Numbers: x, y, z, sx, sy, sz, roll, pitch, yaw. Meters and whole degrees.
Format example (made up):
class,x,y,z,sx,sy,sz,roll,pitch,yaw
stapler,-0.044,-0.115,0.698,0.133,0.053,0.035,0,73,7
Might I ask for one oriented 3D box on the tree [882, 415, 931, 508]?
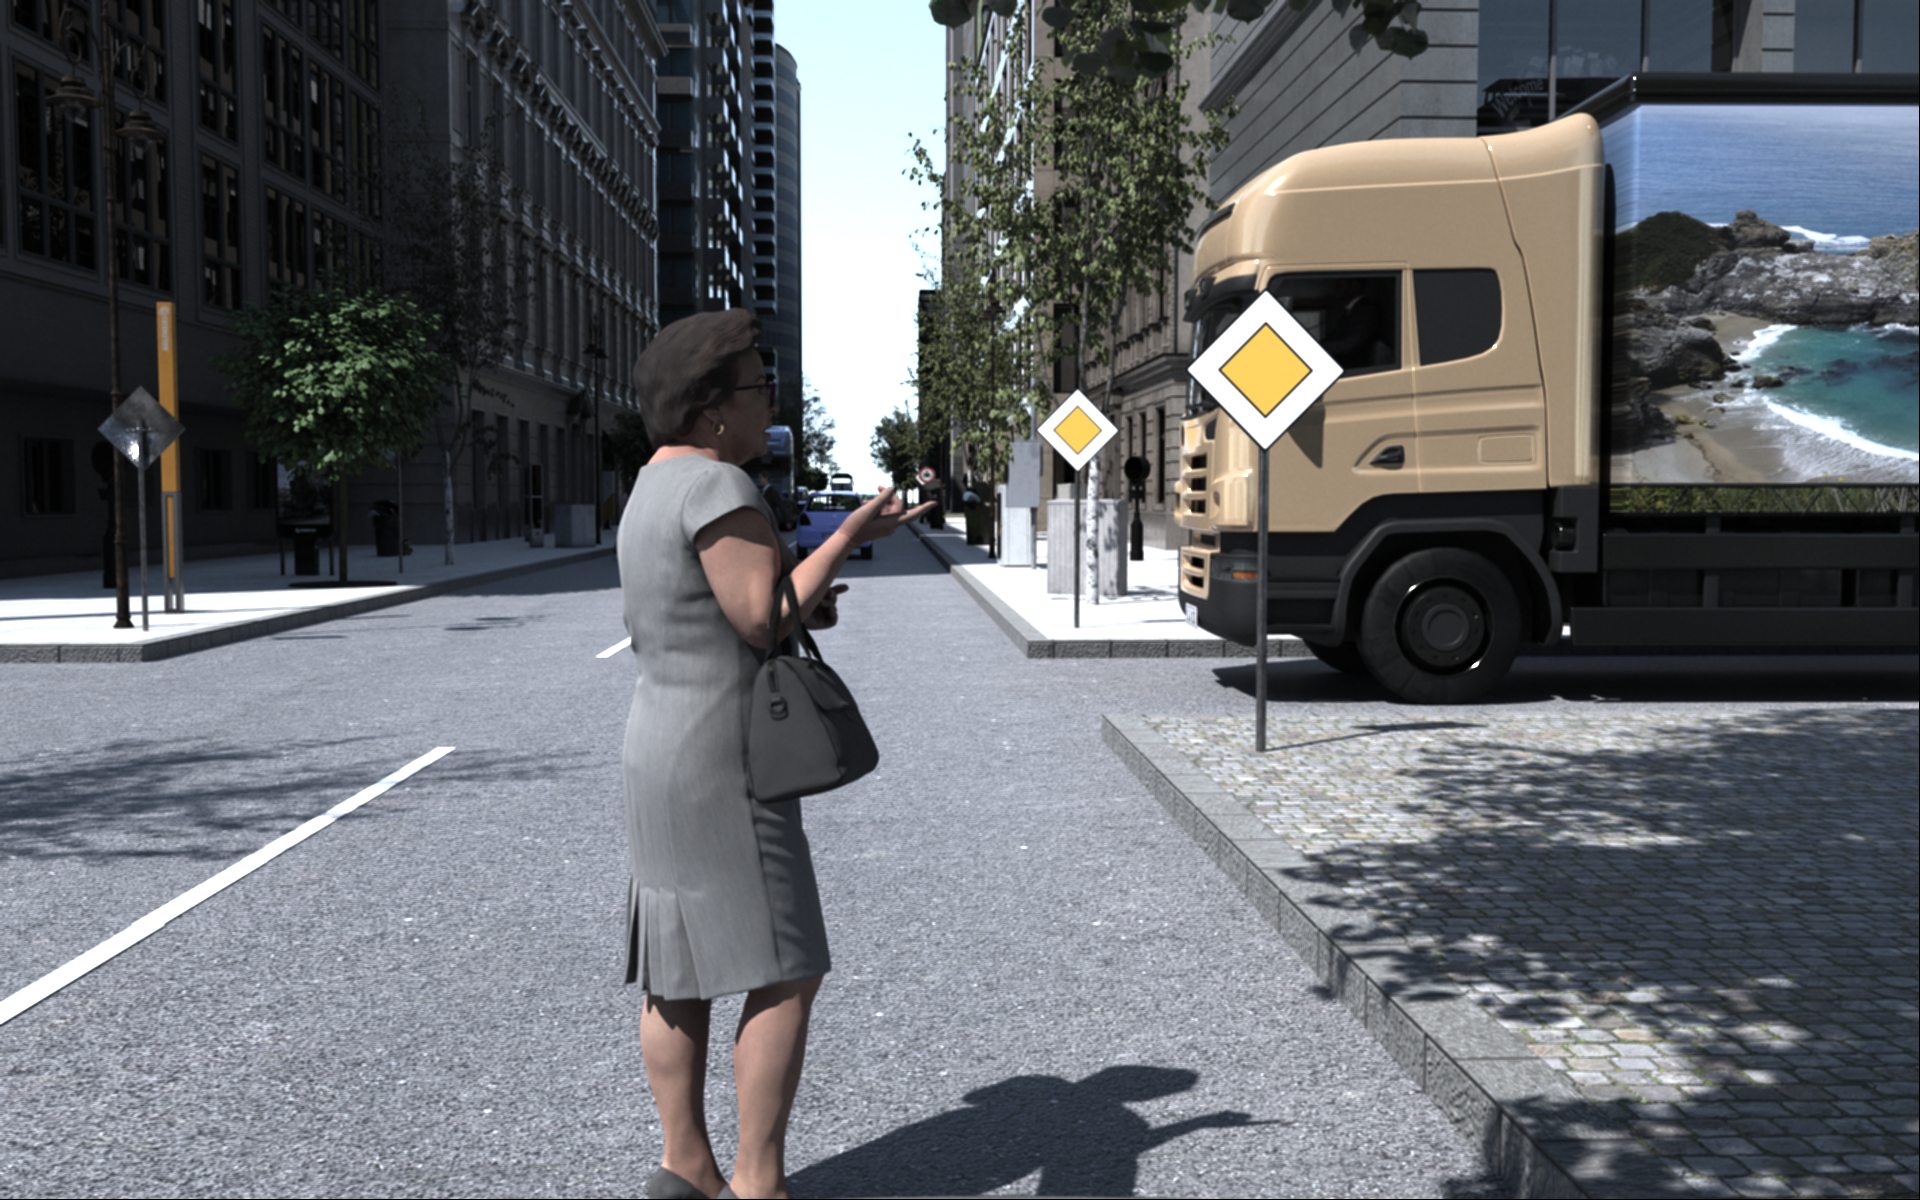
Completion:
class,x,y,z,sx,sy,sz,roll,pitch,yaw
tree,-4.798,-12.443,153.811,4.360,8.622,3.978,0,3,0

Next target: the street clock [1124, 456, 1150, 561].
class,x,y,z,sx,sy,sz,roll,pitch,yaw
street clock,3.407,-1.758,33.321,0.358,2.002,0.471,-3,5,-45

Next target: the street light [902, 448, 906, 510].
class,x,y,z,sx,sy,sz,roll,pitch,yaw
street light,-4.332,-10.215,139.809,0.468,5.910,1.993,0,4,-3

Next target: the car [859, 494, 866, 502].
class,x,y,z,sx,sy,sz,roll,pitch,yaw
car,-7.108,-7.238,127.138,1.959,1.807,4.718,0,4,-3

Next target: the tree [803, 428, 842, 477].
class,x,y,z,sx,sy,sz,roll,pitch,yaw
tree,-20.144,-19.036,245.656,7.601,10.594,8.767,-3,5,-44

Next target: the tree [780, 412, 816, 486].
class,x,y,z,sx,sy,sz,roll,pitch,yaw
tree,-14.854,-12.404,153.168,4.360,8.622,3.978,0,3,0

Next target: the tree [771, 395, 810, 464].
class,x,y,z,sx,sy,sz,roll,pitch,yaw
tree,-13.611,-10.887,128.372,4.737,8.622,4.395,0,3,0

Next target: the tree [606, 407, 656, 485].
class,x,y,z,sx,sy,sz,roll,pitch,yaw
tree,-10.009,-4.478,56.929,4.285,4.588,4.351,0,3,0

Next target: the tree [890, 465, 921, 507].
class,x,y,z,sx,sy,sz,roll,pitch,yaw
tree,-5.371,-11.700,175.004,4.285,4.588,4.351,0,3,0

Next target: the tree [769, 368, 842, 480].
class,x,y,z,sx,sy,sz,roll,pitch,yaw
tree,-16.101,-15.721,167.414,12.009,13.543,11.850,0,3,0

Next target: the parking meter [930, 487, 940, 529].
class,x,y,z,sx,sy,sz,roll,pitch,yaw
parking meter,-0.922,-3.417,64.285,0.372,1.533,0.369,0,3,0

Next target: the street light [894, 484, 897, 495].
class,x,y,z,sx,sy,sz,roll,pitch,yaw
street light,-6.899,-13.576,194.751,0.468,5.910,1.993,0,4,-3

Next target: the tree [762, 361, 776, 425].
class,x,y,z,sx,sy,sz,roll,pitch,yaw
tree,-11.797,-8.440,88.359,4.360,8.622,3.978,0,3,0

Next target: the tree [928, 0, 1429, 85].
class,x,y,z,sx,sy,sz,roll,pitch,yaw
tree,2.481,-5.839,2.119,9.857,13.997,8.962,0,3,0

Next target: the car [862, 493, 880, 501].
class,x,y,z,sx,sy,sz,roll,pitch,yaw
car,-5.201,-6.075,108.118,1.959,1.807,4.718,0,4,-1

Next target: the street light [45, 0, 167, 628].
class,x,y,z,sx,sy,sz,roll,pitch,yaw
street light,-8.026,-2.670,16.444,0.468,5.910,1.993,0,4,-3

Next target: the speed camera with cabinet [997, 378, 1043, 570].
class,x,y,z,sx,sy,sz,roll,pitch,yaw
speed camera with cabinet,1.015,-2.192,30.182,0.660,3.252,2.038,0,4,-4

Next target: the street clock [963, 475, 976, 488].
class,x,y,z,sx,sy,sz,roll,pitch,yaw
street clock,0.346,-3.611,63.604,0.471,2.002,0.358,0,4,5

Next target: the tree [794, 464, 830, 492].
class,x,y,z,sx,sy,sz,roll,pitch,yaw
tree,-17.416,-13.977,212.235,4.285,4.588,4.351,0,3,0

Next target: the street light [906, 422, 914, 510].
class,x,y,z,sx,sy,sz,roll,pitch,yaw
street light,-3.024,-8.456,111.046,0.468,5.910,1.993,0,4,-3

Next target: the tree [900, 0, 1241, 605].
class,x,y,z,sx,sy,sz,roll,pitch,yaw
tree,1.476,-4.264,20.081,4.737,8.622,4.395,0,3,0

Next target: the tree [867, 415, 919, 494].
class,x,y,z,sx,sy,sz,roll,pitch,yaw
tree,-8.653,-18.497,228.176,9.928,11.665,9.643,0,3,0

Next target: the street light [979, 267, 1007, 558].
class,x,y,z,sx,sy,sz,roll,pitch,yaw
street light,0.642,-3.769,34.410,0.468,5.910,1.993,0,4,-3

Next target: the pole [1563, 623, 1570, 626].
class,x,y,z,sx,sy,sz,roll,pitch,yaw
pole,5.944,-1.402,16.774,0.158,3.312,0.155,0,3,0

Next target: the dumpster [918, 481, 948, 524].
class,x,y,z,sx,sy,sz,roll,pitch,yaw
dumpster,-1.173,-4.294,75.963,1.264,1.857,1.865,0,4,-3

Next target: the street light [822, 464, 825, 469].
class,x,y,z,sx,sy,sz,roll,pitch,yaw
street light,-18.359,-15.891,232.611,0.468,5.910,1.993,0,4,-3

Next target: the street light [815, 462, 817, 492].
class,x,y,z,sx,sy,sz,roll,pitch,yaw
street light,-16.960,-14.157,204.254,0.468,5.910,1.993,0,4,-3

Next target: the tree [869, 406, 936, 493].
class,x,y,z,sx,sy,sz,roll,pitch,yaw
tree,-6.147,-15.258,183.887,7.601,10.594,8.767,-1,4,-20

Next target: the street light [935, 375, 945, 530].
class,x,y,z,sx,sy,sz,roll,pitch,yaw
street light,-0.669,-5.478,62.352,0.468,5.910,1.993,0,4,-3

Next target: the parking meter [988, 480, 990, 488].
class,x,y,z,sx,sy,sz,roll,pitch,yaw
parking meter,1.309,-4.092,72.609,0.255,1.863,0.399,0,4,3

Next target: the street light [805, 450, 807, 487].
class,x,y,z,sx,sy,sz,roll,pitch,yaw
street light,-15.640,-12.471,176.691,0.468,5.910,1.993,0,4,-3

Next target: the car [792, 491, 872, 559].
class,x,y,z,sx,sy,sz,roll,pitch,yaw
car,-2.857,-1.818,39.318,1.945,1.707,3.694,0,4,-5

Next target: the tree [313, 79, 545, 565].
class,x,y,z,sx,sy,sz,roll,pitch,yaw
tree,-9.297,-4.929,30.950,4.360,8.622,3.978,0,3,0

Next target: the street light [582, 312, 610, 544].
class,x,y,z,sx,sy,sz,roll,pitch,yaw
street light,-9.273,-4.368,44.213,0.468,5.910,1.993,0,4,-3

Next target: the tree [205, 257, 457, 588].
class,x,y,z,sx,sy,sz,roll,pitch,yaw
tree,-8.708,-2.471,24.116,4.285,4.588,4.351,0,3,0

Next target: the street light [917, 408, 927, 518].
class,x,y,z,sx,sy,sz,roll,pitch,yaw
street light,-2.002,-7.244,91.235,0.468,5.910,1.993,0,4,-3

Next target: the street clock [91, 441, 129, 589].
class,x,y,z,sx,sy,sz,roll,pitch,yaw
street clock,-11.549,-1.163,23.580,0.471,2.002,0.358,2,4,26

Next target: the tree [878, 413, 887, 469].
class,x,y,z,sx,sy,sz,roll,pitch,yaw
tree,0.410,-5.913,47.036,4.737,8.622,4.395,0,3,0

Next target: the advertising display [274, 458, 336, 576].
class,x,y,z,sx,sy,sz,roll,pitch,yaw
advertising display,-10.314,-1.351,27.305,0.974,1.923,0.123,1,4,11

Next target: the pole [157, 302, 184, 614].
class,x,y,z,sx,sy,sz,roll,pitch,yaw
pole,-8.447,-1.510,18.528,0.158,3.312,0.155,0,3,0
